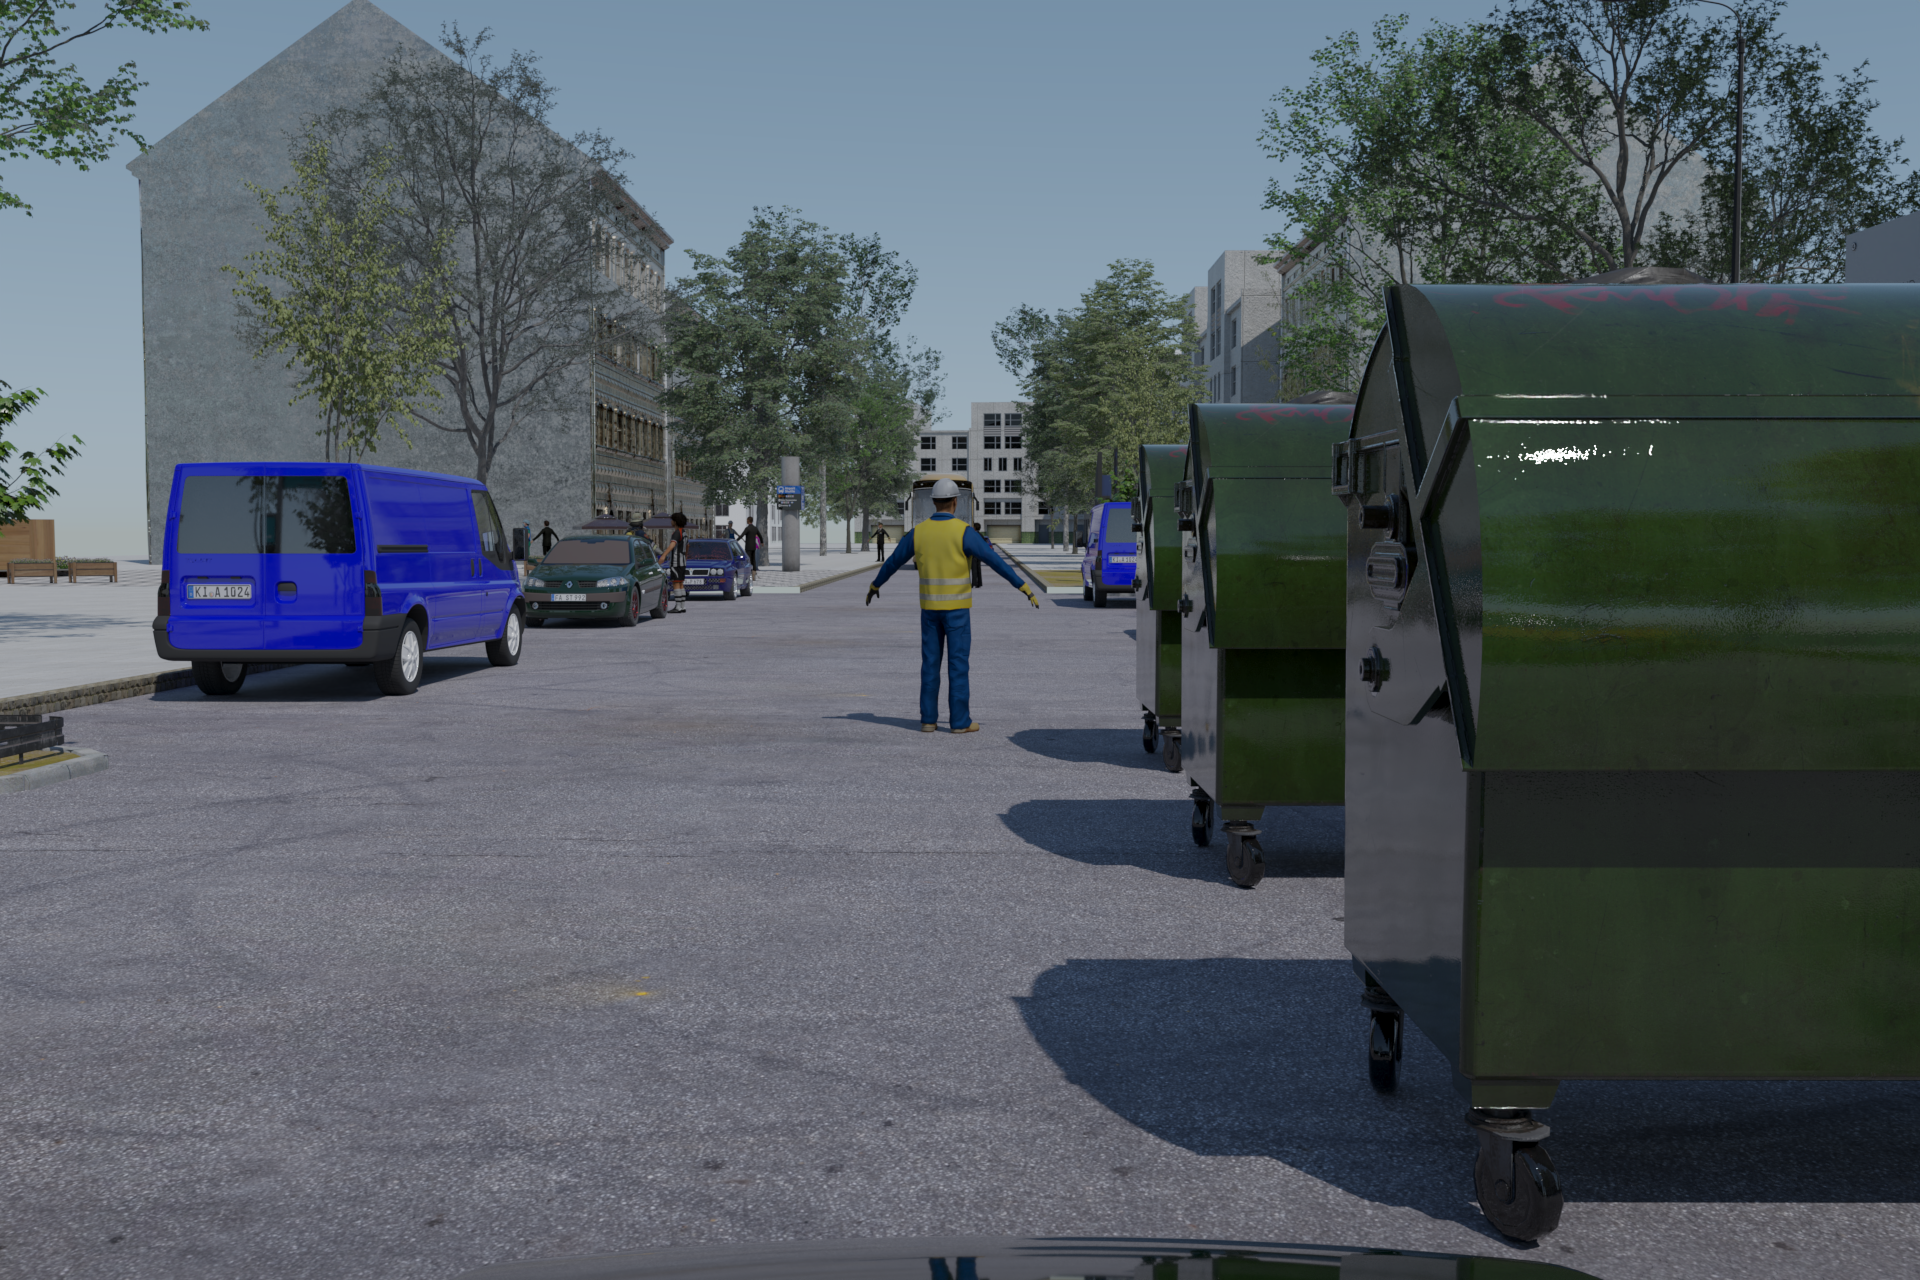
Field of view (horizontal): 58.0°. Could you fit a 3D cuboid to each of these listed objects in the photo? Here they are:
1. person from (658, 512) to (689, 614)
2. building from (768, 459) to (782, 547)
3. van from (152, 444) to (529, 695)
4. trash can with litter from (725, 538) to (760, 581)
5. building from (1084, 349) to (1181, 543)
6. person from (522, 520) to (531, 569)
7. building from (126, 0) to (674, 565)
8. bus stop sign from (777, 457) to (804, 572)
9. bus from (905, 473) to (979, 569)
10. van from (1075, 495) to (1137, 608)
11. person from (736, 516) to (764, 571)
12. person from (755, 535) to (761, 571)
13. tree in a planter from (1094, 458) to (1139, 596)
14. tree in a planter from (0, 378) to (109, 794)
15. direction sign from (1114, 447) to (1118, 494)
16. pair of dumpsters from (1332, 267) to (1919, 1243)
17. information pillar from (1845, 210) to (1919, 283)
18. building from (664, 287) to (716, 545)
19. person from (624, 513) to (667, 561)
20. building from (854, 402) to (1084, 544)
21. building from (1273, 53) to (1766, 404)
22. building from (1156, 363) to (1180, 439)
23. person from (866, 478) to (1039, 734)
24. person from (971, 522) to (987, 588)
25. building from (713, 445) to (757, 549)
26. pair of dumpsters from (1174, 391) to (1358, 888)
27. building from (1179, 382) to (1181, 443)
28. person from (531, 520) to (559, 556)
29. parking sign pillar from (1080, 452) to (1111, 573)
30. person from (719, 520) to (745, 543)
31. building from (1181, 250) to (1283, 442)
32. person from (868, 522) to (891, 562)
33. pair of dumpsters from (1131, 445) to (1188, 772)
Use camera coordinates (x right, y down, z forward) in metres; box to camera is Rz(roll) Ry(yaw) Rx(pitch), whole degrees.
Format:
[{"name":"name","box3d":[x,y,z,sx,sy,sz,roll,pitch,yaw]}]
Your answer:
[{"name":"person","box3d":[-5.129,-1.391,31.344,0.704,1.843,1.345,1,4,9]},{"name":"building","box3d":[-23.985,-15.260,191.641,9.099,9.664,28.070,0,3,0]},{"name":"van","box3d":[-5.785,-0.775,17.055,2.240,2.365,5.245,0,4,1]},{"name":"trash can with litter","box3d":[-6.036,-2.218,47.644,1.055,1.170,0.624,0,4,1]},{"name":"building","box3d":[28.671,-22.204,207.014,27.936,21.610,32.646,0,4,1]},{"name":"person","box3d":[-15.976,-3.522,63.708,0.704,1.817,1.347,-1,4,-20]},{"name":"building","box3d":[-24.434,-15.250,80.260,19.493,23.208,18.063,0,3,0]},{"name":"bus stop sign","box3d":[-5.776,-4.286,59.092,0.837,3.901,0.837,0,4,2]},{"name":"bus","box3d":[-0.657,-5.012,73.497,2.896,3.916,12.252,0,4,0]},{"name":"van","box3d":[3.559,-1.899,35.430,2.240,2.365,5.245,0,4,0]},{"name":"person","box3d":[-6.198,-2.739,51.014,0.704,1.802,1.346,2,4,35]},{"name":"person","box3d":[-7.024,-3.134,60.509,0.599,1.433,0.991,-1,4,-8]},{"name":"tree in a planter","box3d":[3.966,-2.660,40.710,1.991,3.239,1.994,0,3,0]},{"name":"tree in a planter","box3d":[-6.190,-0.781,9.993,1.991,3.239,1.994,0,4,1]},{"name":"direction sign","box3d":[4.106,-3.288,45.753,0.379,3.537,0.876,0,4,0]},{"name":"pair of dumpsters","box3d":[3.132,0.059,3.981,4.436,2.255,1.574,0,4,0]},{"name":"information pillar","box3d":[7.038,-1.321,12.914,0.184,3.620,1.656,0,4,1]},{"name":"building","box3d":[-27.603,-17.658,119.638,19.493,23.208,18.063,0,4,0]},{"name":"person","box3d":[-6.471,-1.628,34.847,1.354,1.856,0.705,2,4,32]},{"name":"building","box3d":[2.347,-22.618,238.712,31.486,18.905,16.747,0,4,6]},{"name":"building","box3d":[27.202,-15.752,88.474,19.493,23.208,18.063,0,4,1]},{"name":"building","box3d":[25.538,-20.231,187.200,16.016,20.090,11.380,0,4,1]},{"name":"person","box3d":[-0.095,-0.251,12.536,1.349,1.833,0.705,1,4,21]},{"name":"person","box3d":[0.364,-2.239,45.786,0.721,1.740,1.216,3,4,38]},{"name":"building","box3d":[-22.827,-13.494,162.776,9.099,9.664,28.070,0,3,0]},{"name":"pair of dumpsters","box3d":[3.156,-0.156,7.495,4.436,2.255,1.574,0,3,0]},{"name":"building","box3d":[26.933,-19.240,170.998,16.016,20.090,11.380,0,4,1]},{"name":"person","box3d":[-15.918,-3.698,66.641,0.705,1.806,1.347,3,5,40]},{"name":"parking sign pillar","box3d":[4.724,-4.219,57.457,1.447,3.967,1.447,0,4,1]},{"name":"person","box3d":[-9.429,-4.004,71.322,1.347,1.847,0.705,-3,5,-41]},{"name":"building","box3d":[24.983,-15.293,116.506,16.747,18.905,31.486,0,4,1]},{"name":"person","box3d":[-3.683,-4.521,79.860,1.347,1.837,0.705,3,4,36]},{"name":"pair of dumpsters","box3d":[3.291,-0.363,10.890,4.436,2.255,1.574,0,4,0]}]
